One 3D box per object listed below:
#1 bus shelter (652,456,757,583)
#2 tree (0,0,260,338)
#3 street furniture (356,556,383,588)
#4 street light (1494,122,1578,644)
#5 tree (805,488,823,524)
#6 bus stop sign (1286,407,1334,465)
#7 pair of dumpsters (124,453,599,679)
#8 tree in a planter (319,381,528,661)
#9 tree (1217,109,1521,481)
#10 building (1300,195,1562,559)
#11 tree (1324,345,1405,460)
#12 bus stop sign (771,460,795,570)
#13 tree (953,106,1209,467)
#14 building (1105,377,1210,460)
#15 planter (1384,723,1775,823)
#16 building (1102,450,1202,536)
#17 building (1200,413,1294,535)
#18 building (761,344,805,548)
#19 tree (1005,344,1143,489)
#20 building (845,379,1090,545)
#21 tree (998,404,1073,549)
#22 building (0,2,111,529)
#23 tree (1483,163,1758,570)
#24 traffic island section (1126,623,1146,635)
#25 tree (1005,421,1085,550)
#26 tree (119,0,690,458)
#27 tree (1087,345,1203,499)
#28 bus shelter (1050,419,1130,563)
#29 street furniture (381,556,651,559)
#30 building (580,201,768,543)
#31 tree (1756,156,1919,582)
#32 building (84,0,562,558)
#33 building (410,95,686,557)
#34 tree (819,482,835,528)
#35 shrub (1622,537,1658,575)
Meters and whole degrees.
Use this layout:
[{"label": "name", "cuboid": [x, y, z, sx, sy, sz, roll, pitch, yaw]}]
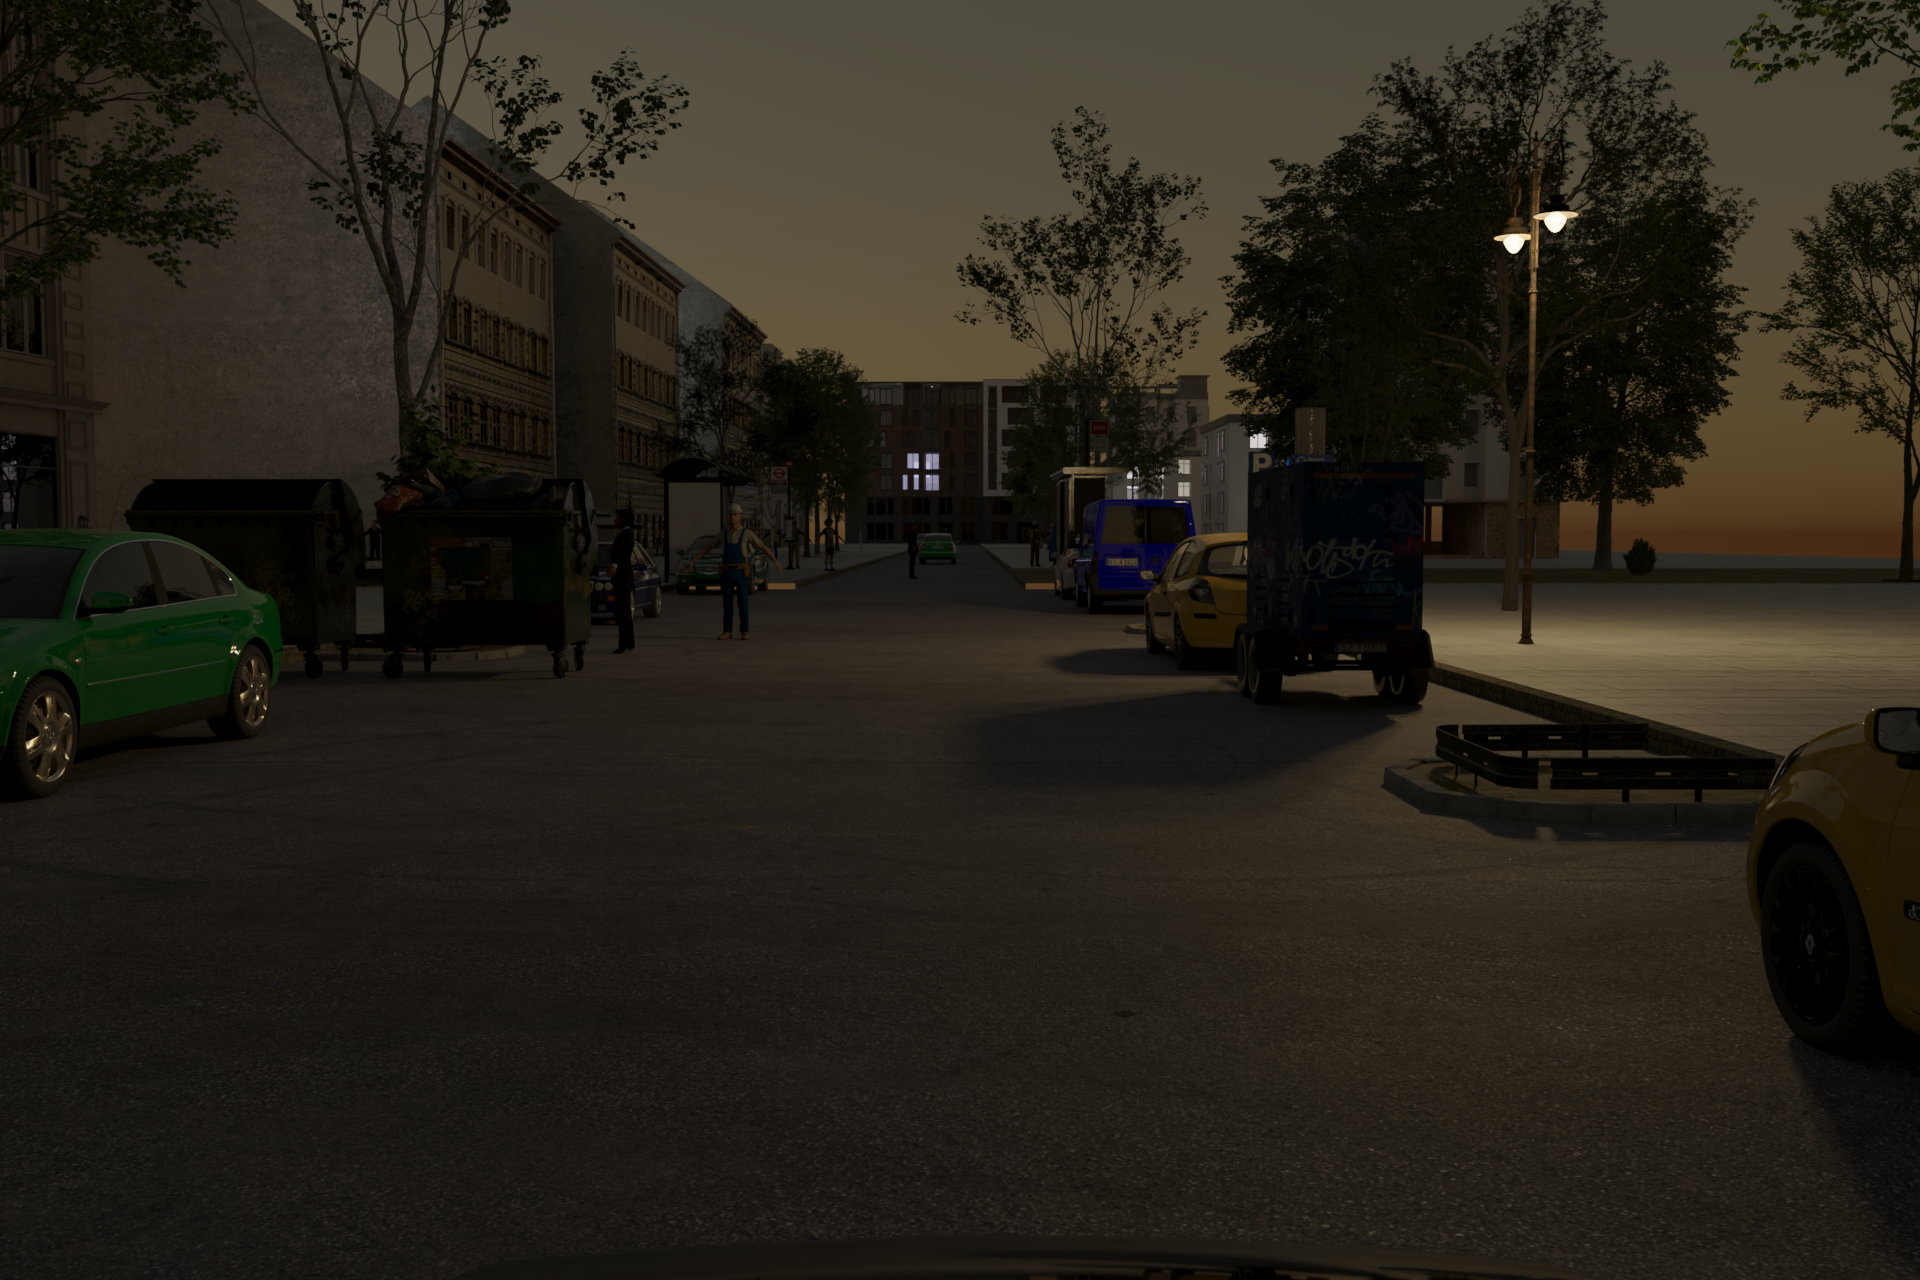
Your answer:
[{"label": "bus shelter", "cuboid": [-6.940, -3.289, 47.702, 2.014, 3.302, 5.546, 0, 4, 1]}, {"label": "tree", "cuboid": [-12.449, -5.801, 20.603, 9.928, 11.665, 9.643, 0, 3, 0]}, {"label": "street furniture", "cuboid": [-15.175, -1.857, 45.984, 5.734, 0.657, 10.072, 0, 4, 3]}, {"label": "street light", "cuboid": [6.606, -2.889, 20.029, 0.468, 5.910, 1.993, 0, 3, 0]}, {"label": "tree", "cuboid": [-22.214, -19.464, 236.364, 7.486, 12.596, 7.792, 0, 3, 0]}, {"label": "bus stop sign", "cuboid": [7.336, -2.895, 36.349, 0.837, 3.901, 0.837, 0, 3, 0]}, {"label": "pair of dumpsters", "cuboid": [-5.999, -0.771, 17.563, 4.436, 2.255, 1.574, 0, 4, 1]}, {"label": "tree in a planter", "cuboid": [-6.221, -1.416, 20.378, 1.991, 3.239, 1.994, 0, 4, 1]}, {"label": "tree", "cuboid": [12.035, -8.891, 52.019, 9.857, 13.997, 8.962, 0, 3, 0]}, {"label": "building", "cuboid": [25.565, -15.097, 103.250, 16.016, 20.090, 11.380, 0, 4, 0]}, {"label": "tree", "cuboid": [14.422, -6.785, 61.297, 4.360, 8.622, 3.978, 0, 3, 0]}, {"label": "bus stop sign", "cuboid": [-6.397, -4.528, 62.740, 0.855, 3.939, 0.416, 0, 4, 1]}, {"label": "tree", "cuboid": [5.380, -13.691, 79.730, 12.611, 20.169, 13.585, 0, 3, 0]}, {"label": "building", "cuboid": [23.417, -22.107, 217.863, 16.016, 20.090, 11.380, 0, 4, 1]}, {"label": "planter", "cuboid": [3.426, 0.708, 9.557, 1.991, 0.319, 1.994, 0, 4, 0]}, {"label": "building", "cuboid": [21.017, -15.006, 187.493, 9.099, 9.664, 28.070, 0, 4, 0]}, {"label": "building", "cuboid": [23.220, -10.955, 121.258, 9.099, 9.664, 28.070, 0, 3, 0]}, {"label": "building", "cuboid": [-25.678, -18.974, 176.683, 16.747, 18.905, 31.486, 0, 4, 0]}, {"label": "tree", "cuboid": [6.278, -10.363, 95.186, 9.928, 11.665, 9.643, 0, 3, 0]}, {"label": "building", "cuboid": [1.066, -24.111, 240.647, 32.646, 21.610, 27.936, 0, 4, 1]}, {"label": "tree", "cuboid": [6.737, -14.271, 151.455, 7.486, 12.596, 7.792, 0, 3, 0]}, {"label": "building", "cuboid": [-28.894, -13.715, 36.255, 10.469, 25.551, 25.511, 0, 4, 1]}, {"label": "tree", "cuboid": [22.843, -9.457, 61.276, 9.857, 13.997, 8.962, 0, 3, 0]}, {"label": "traffic island section", "cuboid": [3.448, -0.149, 25.300, 1.991, 0.108, 1.994, 0, 4, 0]}, {"label": "tree", "cuboid": [7.292, -12.416, 137.421, 8.767, 10.594, 7.601, 3, 5, 45]}, {"label": "tree", "cuboid": [-11.589, -10.964, 35.151, 12.611, 20.169, 13.585, 0, 3, 0]}, {"label": "tree", "cuboid": [7.144, -7.208, 68.217, 4.737, 8.622, 4.395, 0, 3, 0]}, {"label": "bus shelter", "cuboid": [4.219, -4.939, 58.386, 2.179, 5.291, 8.768, 0, 4, -1]}, {"label": "street furniture", "cuboid": [-15.670, -2.718, 60.061, 10.072, 0.657, 5.734, 1, 4, 18]}, {"label": "building", "cuboid": [-24.560, -17.898, 123.561, 19.493, 23.208, 18.063, 0, 4, 1]}, {"label": "tree", "cuboid": [25.697, -7.376, 46.348, 9.928, 11.665, 9.643, 0, 3, 0]}, {"label": "building", "cuboid": [-29.057, -14.934, 75.096, 19.493, 23.208, 18.063, 0, 4, 0]}, {"label": "building", "cuboid": [-26.485, -16.234, 96.355, 19.493, 23.208, 18.063, 0, 4, 1]}, {"label": "tree", "cuboid": [-17.728, -17.911, 243.199, 4.360, 8.622, 3.978, 0, 3, 0]}, {"label": "shrub", "cuboid": [21.152, -2.615, 53.870, 1.383, 1.207, 1.383, 0, 3, 0]}]
